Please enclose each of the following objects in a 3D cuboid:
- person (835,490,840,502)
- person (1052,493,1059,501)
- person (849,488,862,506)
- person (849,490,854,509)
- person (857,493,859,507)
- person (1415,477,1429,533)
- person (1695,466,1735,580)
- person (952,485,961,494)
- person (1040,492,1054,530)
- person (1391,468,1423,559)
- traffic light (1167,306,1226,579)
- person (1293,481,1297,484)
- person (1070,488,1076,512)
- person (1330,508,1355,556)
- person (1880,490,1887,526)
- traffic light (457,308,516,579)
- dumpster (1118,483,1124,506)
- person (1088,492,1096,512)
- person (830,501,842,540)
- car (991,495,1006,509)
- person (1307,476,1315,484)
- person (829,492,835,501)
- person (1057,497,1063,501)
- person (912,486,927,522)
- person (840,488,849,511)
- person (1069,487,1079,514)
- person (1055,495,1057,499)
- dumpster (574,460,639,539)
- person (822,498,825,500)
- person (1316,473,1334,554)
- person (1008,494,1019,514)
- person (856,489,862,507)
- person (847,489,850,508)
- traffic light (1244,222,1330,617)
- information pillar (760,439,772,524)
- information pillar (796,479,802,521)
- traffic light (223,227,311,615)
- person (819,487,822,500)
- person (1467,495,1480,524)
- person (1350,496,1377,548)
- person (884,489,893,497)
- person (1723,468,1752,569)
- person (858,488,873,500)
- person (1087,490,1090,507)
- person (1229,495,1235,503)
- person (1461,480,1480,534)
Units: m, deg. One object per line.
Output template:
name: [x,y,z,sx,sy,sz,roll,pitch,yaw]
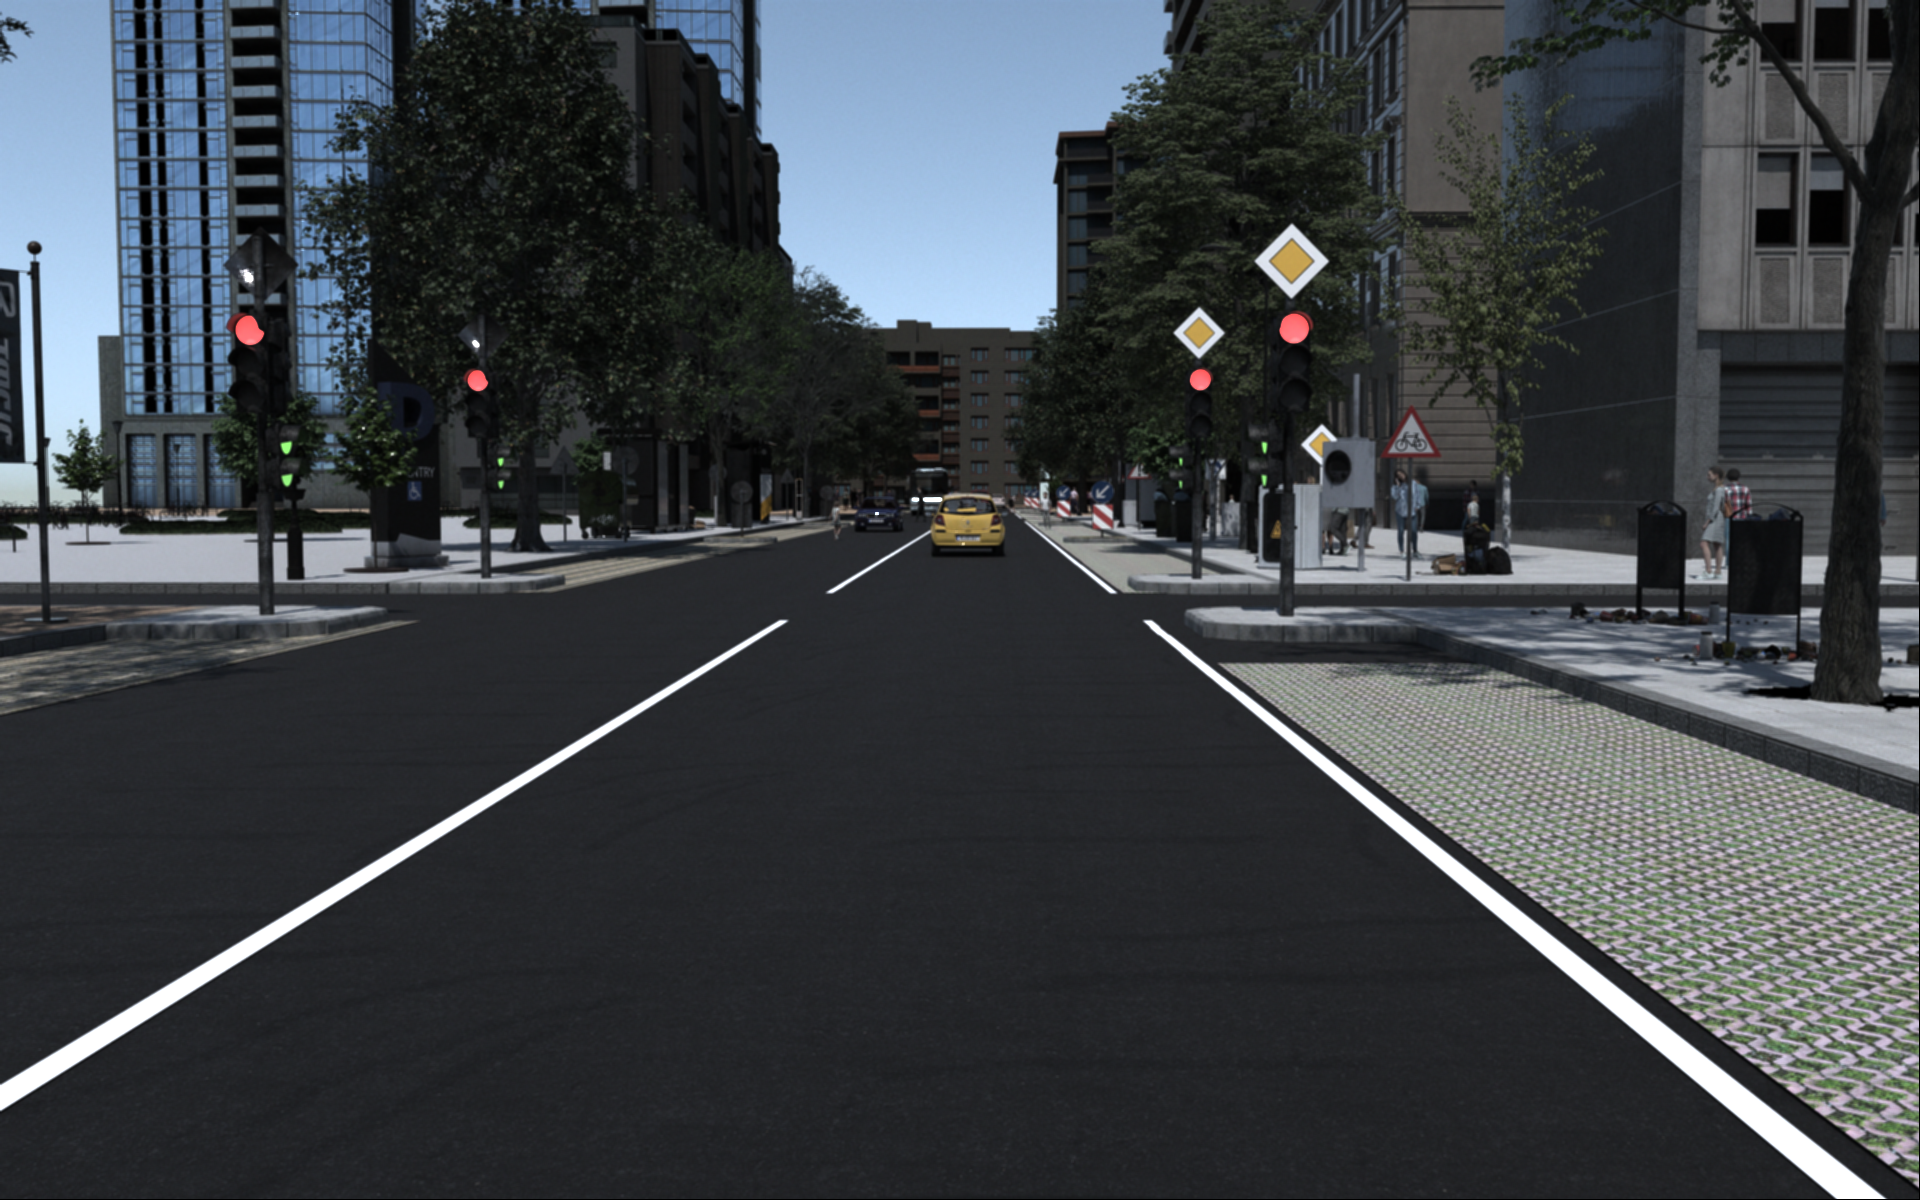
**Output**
person: [-12.562,-10.398,176.966,0.541,1.710,0.530,2,4,28]
person: [8.645,-8.863,151.041,1.348,1.812,0.705,2,4,24]
person: [-9.519,-9.227,156.917,1.348,1.822,0.705,-2,4,-32]
person: [-9.634,-8.924,153.419,0.415,1.643,0.593,-1,4,-12]
person: [-10.357,-10.134,174.964,0.421,1.427,0.697,-2,4,-35]
person: [15.305,-3.176,57.840,0.638,1.841,0.748,1,4,21]
person: [11.361,-1.163,26.056,0.522,1.701,0.512,1,4,21]
person: [0.007,-3.471,65.603,0.716,1.782,0.532,3,5,41]
person: [3.491,-3.571,69.482,0.503,1.515,0.523,-2,4,-25]
person: [8.905,-1.724,34.487,0.793,1.790,0.793,-2,4,-27]
traffic light: [3.561,-2.273,26.079,0.839,4.253,0.868,0,4,1]
person: [13.526,-3.934,70.394,0.654,1.822,0.581,2,4,23]
person: [7.937,-7.107,123.047,0.742,1.727,0.445,-2,4,-35]
person: [8.019,-1.808,36.093,0.515,1.767,0.782,2,4,35]
person: [13.991,-1.250,26.816,0.444,1.785,0.601,-2,4,-28]
traffic light: [-7.199,-2.284,26.257,0.839,4.253,0.868,0,4,1]
dumpster: [9.092,-5.728,99.407,1.264,1.857,1.865,0,4,1]
person: [9.640,-7.238,125.329,0.436,1.711,0.756,-2,4,-26]
person: [-3.904,-2.464,53.794,0.505,1.210,0.382,3,5,41]
car: [3.629,-9.830,173.084,2.083,1.381,4.827,0,4,1]
person: [9.757,-2.656,49.682,0.699,1.804,1.509,-3,4,-38]
person: [-8.769,-6.705,116.119,0.683,1.767,0.568,-3,4,-37]
person: [7.158,-7.050,121.174,0.709,1.838,0.599,1,4,20]
person: [-2.086,-4.954,89.272,0.755,1.850,0.659,0,4,8]
person: [-8.913,-7.753,133.593,0.721,1.735,1.217,-3,5,-41]
person: [7.225,-6.240,109.013,0.436,1.711,0.756,-3,4,-36]
person: [8.105,-8.006,136.926,1.348,1.826,0.705,2,4,29]
dumpster: [-10.170,-2.893,49.801,1.502,2.255,1.985,0,4,1]
person: [-12.681,-9.593,163.340,0.683,1.767,0.568,-3,5,-41]
person: [7.843,-1.867,36.930,0.716,1.782,0.532,0,4,0]
person: [3.916,-6.990,125.970,0.799,1.438,0.628,0,4,5]
person: [-9.425,-9.468,161.301,0.568,1.767,0.683,0,4,-7]
person: [-10.435,-9.473,161.636,0.721,1.735,1.217,0,4,3]
traffic light: [3.417,-1.784,18.095,0.839,4.253,0.868,0,4,1]
information pillar: [-8.212,-5.007,73.212,0.504,3.616,0.183,-2,4,-24]
information pillar: [-7.774,-4.846,83.718,0.304,2.012,0.304,0,4,-5]
traffic light: [-7.343,-1.795,18.273,0.839,4.253,0.868,0,4,1]
person: [-10.296,-7.384,126.779,0.705,1.822,1.348,0,3,0]
person: [14.359,-2.308,48.459,0.332,1.250,0.352,2,4,34]
person: [9.645,-2.128,40.961,0.853,1.813,0.709,-2,4,-27]
person: [-4.877,-6.623,117.233,0.683,1.767,0.568,-1,4,-20]
person: [13.182,-1.381,29.462,0.563,1.720,0.643,0,4,6]
person: [-7.682,-8.261,141.124,1.348,1.822,0.705,1,4,9]
person: [12.993,-10.320,175.457,1.217,1.739,0.721,0,4,-6]
person: [11.062,-3.657,70.524,0.332,1.250,0.352,-1,4,-9]
person: [16.167,-2.929,54.777,0.563,1.720,0.643,-1,4,-9]
